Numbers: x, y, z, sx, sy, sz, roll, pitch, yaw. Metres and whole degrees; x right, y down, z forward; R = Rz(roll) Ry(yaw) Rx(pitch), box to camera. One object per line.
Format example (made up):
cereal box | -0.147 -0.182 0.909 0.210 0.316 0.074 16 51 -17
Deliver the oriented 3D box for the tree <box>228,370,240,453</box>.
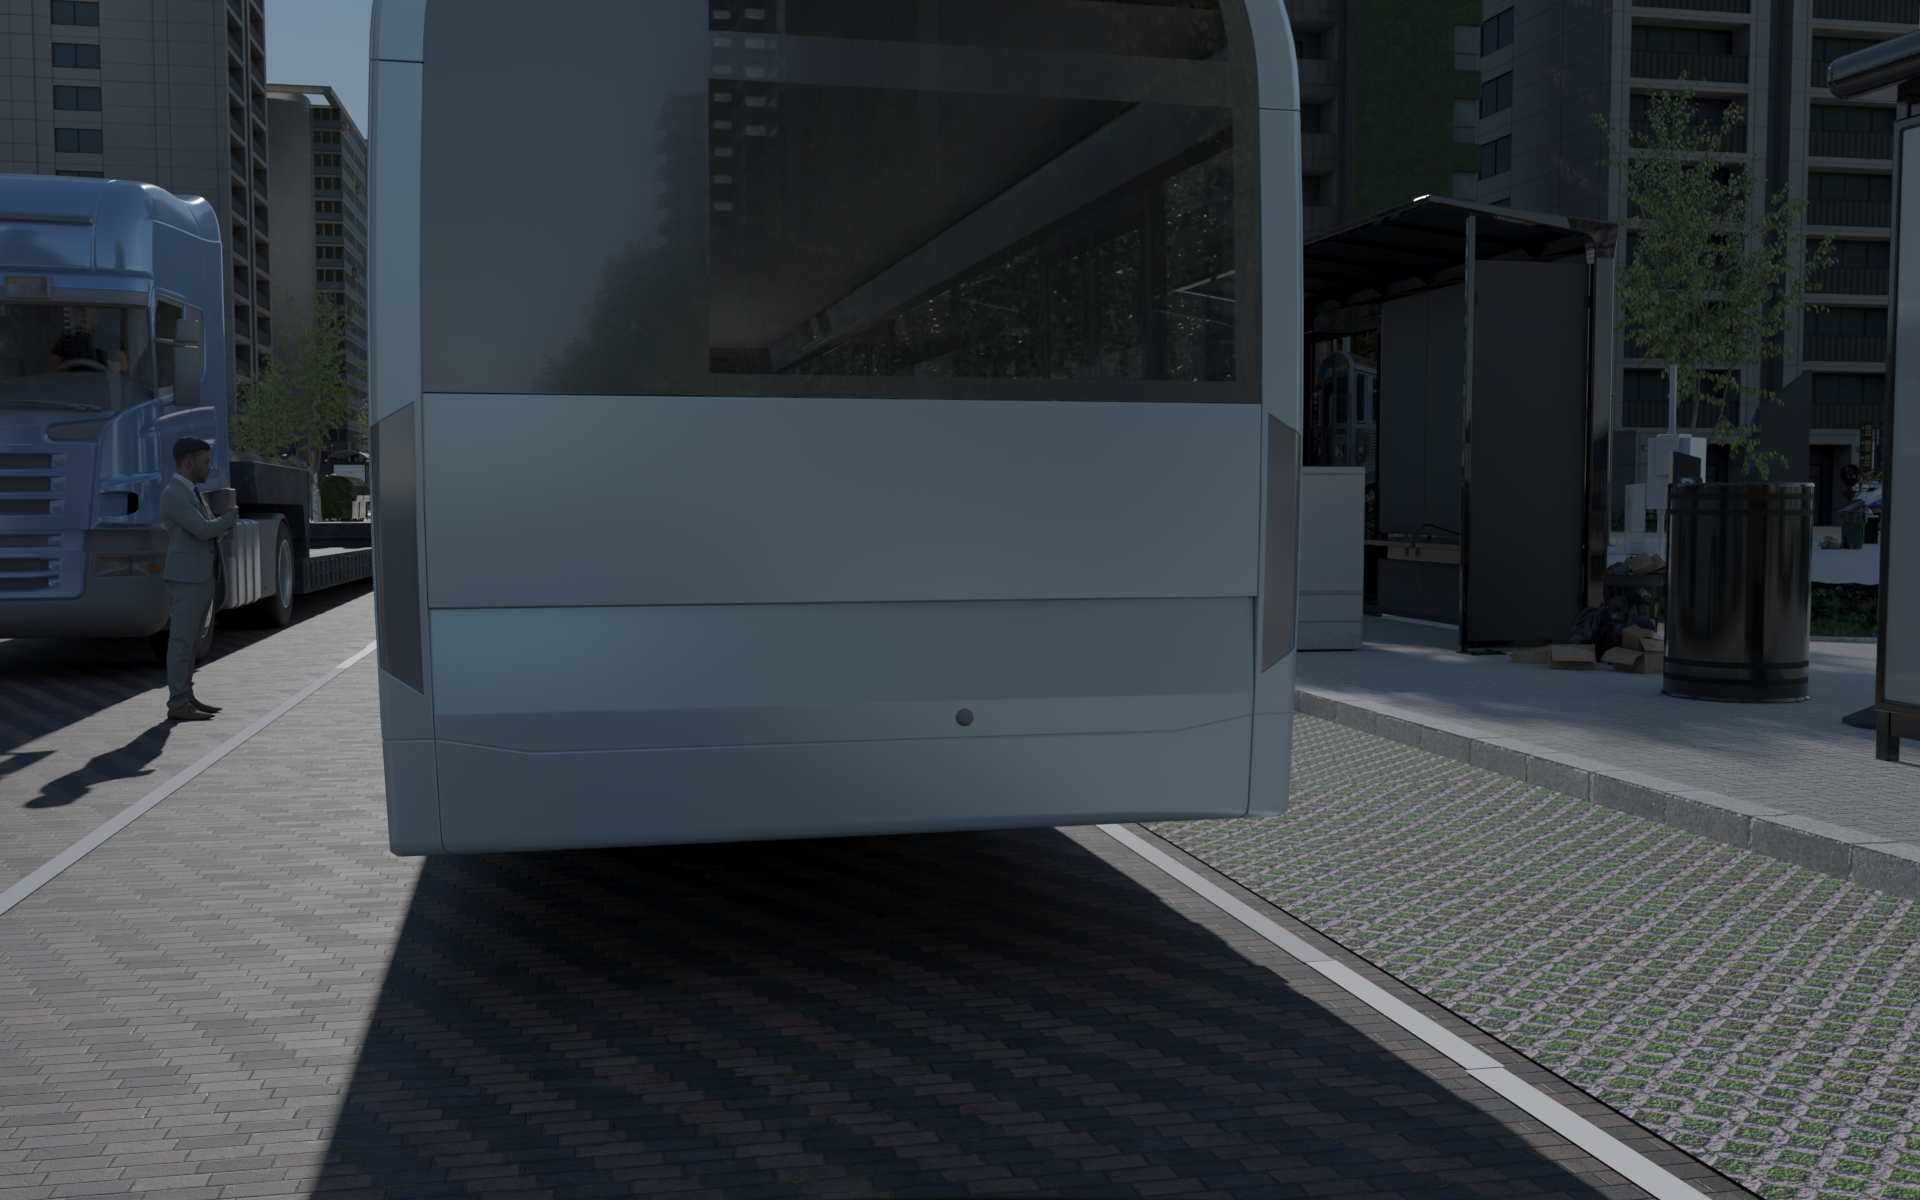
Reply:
tree | -39.467 -9.017 97.785 4.737 8.622 4.395 0 3 0

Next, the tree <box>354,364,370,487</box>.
tree | -30.450 -8.705 92.684 4.360 8.622 3.978 0 3 0

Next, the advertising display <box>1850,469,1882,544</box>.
advertising display | 23.389 -2.401 44.474 0.974 1.923 0.123 1 4 16

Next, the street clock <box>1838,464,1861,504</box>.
street clock | 21.760 -2.315 42.416 0.471 2.002 0.358 1 4 17

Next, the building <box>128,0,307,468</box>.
building | -58.139 -41.800 121.684 20.563 71.187 20.611 -1 4 -12

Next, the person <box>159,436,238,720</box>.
person | -4.873 -0.149 11.121 0.466 1.800 0.511 -2 4 -25

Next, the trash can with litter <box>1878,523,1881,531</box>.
trash can with litter | 32.179 -2.979 60.100 1.055 1.170 0.624 1 4 18

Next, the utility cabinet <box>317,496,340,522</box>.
utility cabinet | -27.138 -3.860 74.266 0.306 1.237 1.020 3 5 42

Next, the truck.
truck | -9.015 -1.923 21.202 2.967 4.110 18.799 -1 4 -12

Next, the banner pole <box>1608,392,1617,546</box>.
banner pole | 16.088 -3.230 42.831 0.401 3.779 0.863 1 4 23

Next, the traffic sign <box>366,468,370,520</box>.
traffic sign | -29.578 -5.283 86.383 0.884 2.594 0.081 0 4 -3

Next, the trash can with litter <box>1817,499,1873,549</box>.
trash can with litter | 20.528 -1.761 40.187 1.055 1.170 0.624 -1 4 -9

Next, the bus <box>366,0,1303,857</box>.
bus | -1.784 -0.994 11.111 2.948 3.499 13.247 -1 4 -13

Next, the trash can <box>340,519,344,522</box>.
trash can | -27.310 -3.926 75.844 0.748 1.137 0.748 0 3 0

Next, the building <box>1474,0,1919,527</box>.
building | 33.635 -38.998 75.875 20.611 71.187 20.563 -1 4 -12

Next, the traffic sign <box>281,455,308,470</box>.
traffic sign | -16.983 -2.475 44.101 0.795 2.450 0.064 -1 4 -12

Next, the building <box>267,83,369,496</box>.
building | -67.649 -28.640 160.145 23.993 40.220 32.217 -1 4 -12

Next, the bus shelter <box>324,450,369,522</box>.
bus shelter | -28.616 -5.388 82.016 2.014 3.302 5.546 -1 4 -12

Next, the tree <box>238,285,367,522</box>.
tree | -22.864 -6.771 61.067 4.737 8.622 4.395 0 3 0

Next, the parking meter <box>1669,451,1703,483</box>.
parking meter | 9.858 -1.091 23.552 0.399 1.863 0.255 0 4 8

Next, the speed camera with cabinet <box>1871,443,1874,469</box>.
speed camera with cabinet | 35.794 -4.426 66.706 2.038 3.252 0.660 1 4 12

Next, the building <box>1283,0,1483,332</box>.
building | 10.076 -17.999 65.992 14.107 30.474 14.160 -1 4 -12

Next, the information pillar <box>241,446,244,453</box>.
information pillar | -34.846 -5.681 84.235 0.183 3.616 0.504 -2 4 -30

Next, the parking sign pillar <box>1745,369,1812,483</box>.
parking sign pillar | 17.677 -2.996 37.462 1.447 3.967 1.447 -1 4 -15

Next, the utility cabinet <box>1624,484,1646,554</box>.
utility cabinet | 14.344 -1.722 36.840 0.318 1.500 1.173 1 4 16

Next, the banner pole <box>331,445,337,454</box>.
banner pole | -31.988 -6.047 88.891 0.863 3.779 0.401 1 4 16

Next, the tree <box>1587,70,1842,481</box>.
tree | 12.861 -4.894 30.378 4.737 8.622 4.395 0 3 0

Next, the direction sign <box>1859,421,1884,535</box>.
direction sign | 28.521 -3.793 54.017 0.876 3.537 0.379 2 4 30

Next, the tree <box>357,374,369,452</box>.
tree | -34.318 -11.903 111.623 9.611 12.733 9.660 0 3 0

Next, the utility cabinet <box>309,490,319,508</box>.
utility cabinet | -33.221 -4.856 88.066 1.173 1.500 0.318 -2 4 -31

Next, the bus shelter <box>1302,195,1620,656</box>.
bus shelter | 3.888 -1.564 16.851 1.731 3.624 6.357 -1 4 -12

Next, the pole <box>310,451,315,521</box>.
pole | -30.931 -5.443 82.830 0.158 3.312 0.155 0 3 0

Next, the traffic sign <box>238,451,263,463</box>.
traffic sign | -20.949 -3.116 51.057 0.768 2.556 0.104 -1 4 -12

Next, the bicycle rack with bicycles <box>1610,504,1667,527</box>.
bicycle rack with bicycles | 24.199 -2.975 62.018 2.852 0.926 2.925 -1 4 -10

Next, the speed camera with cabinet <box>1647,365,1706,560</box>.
speed camera with cabinet | 11.550 -1.954 26.287 0.660 3.252 2.038 -3 5 -42

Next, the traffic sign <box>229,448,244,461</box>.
traffic sign | -15.323 -1.997 36.290 0.795 2.450 0.064 -1 4 -12

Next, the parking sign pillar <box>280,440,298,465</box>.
parking sign pillar | -32.661 -5.866 84.377 1.447 3.967 1.447 0 4 -2

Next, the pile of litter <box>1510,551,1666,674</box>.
pile of litter | 4.856 0.071 12.798 1.176 0.858 1.719 -1 4 -19

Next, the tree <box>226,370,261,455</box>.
tree | -44.225 -9.396 103.994 4.360 8.622 3.978 0 3 0

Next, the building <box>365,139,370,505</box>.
building | -76.125 -34.332 215.952 28.867 44.769 22.147 -1 4 -12

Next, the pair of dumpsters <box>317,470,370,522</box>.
pair of dumpsters | -24.285 -4.021 68.230 1.574 2.255 4.437 -1 4 -12

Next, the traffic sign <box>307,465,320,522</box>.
traffic sign | -25.737 -4.126 68.642 0.795 2.450 0.064 0 4 -8

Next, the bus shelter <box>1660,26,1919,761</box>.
bus shelter | 5.509 -1.794 6.964 2.179 5.291 8.768 -1 4 -12

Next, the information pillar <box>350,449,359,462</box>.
information pillar | -31.095 -5.973 89.017 0.183 3.616 0.504 3 5 42

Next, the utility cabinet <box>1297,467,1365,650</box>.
utility cabinet | 2.677 -0.333 14.131 1.173 1.500 0.318 -1 4 -9
